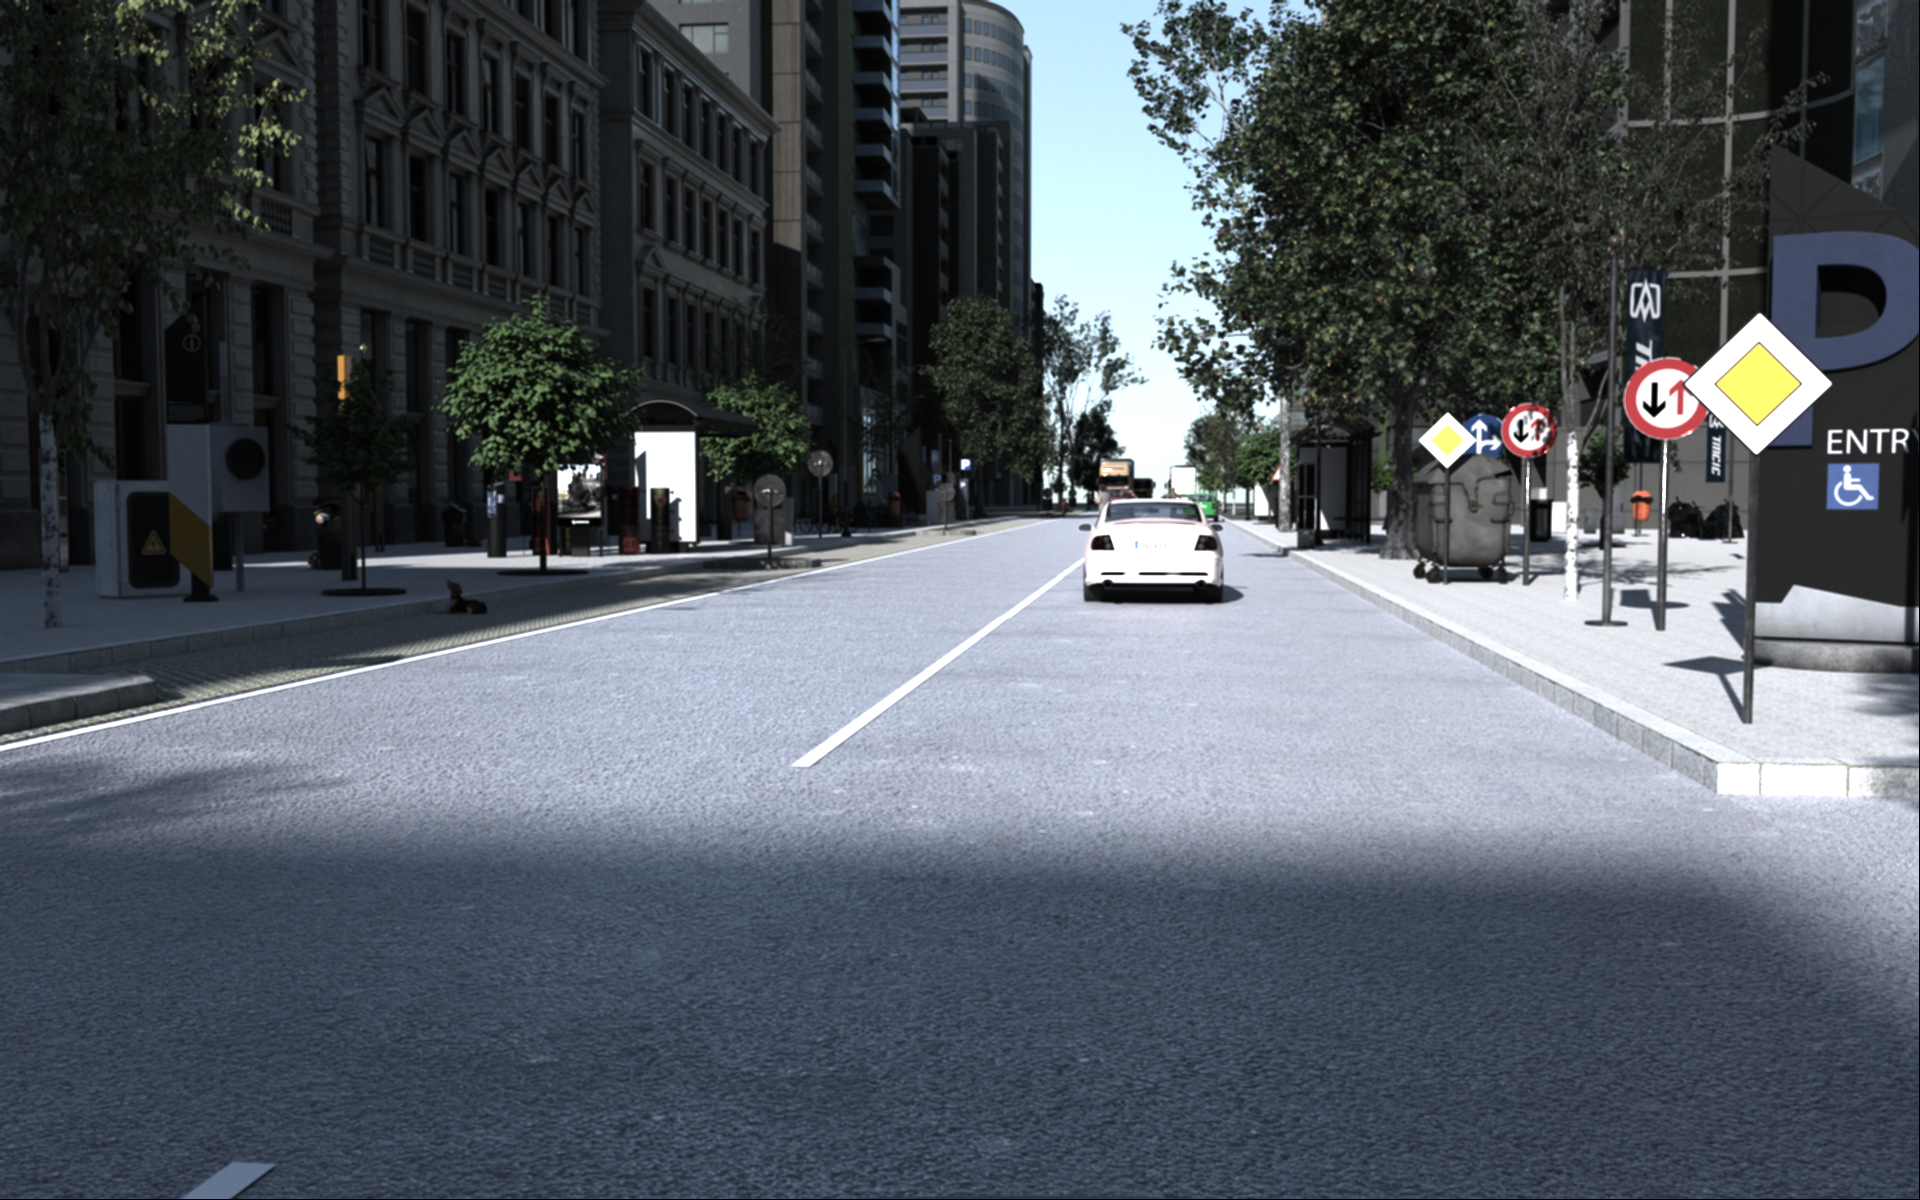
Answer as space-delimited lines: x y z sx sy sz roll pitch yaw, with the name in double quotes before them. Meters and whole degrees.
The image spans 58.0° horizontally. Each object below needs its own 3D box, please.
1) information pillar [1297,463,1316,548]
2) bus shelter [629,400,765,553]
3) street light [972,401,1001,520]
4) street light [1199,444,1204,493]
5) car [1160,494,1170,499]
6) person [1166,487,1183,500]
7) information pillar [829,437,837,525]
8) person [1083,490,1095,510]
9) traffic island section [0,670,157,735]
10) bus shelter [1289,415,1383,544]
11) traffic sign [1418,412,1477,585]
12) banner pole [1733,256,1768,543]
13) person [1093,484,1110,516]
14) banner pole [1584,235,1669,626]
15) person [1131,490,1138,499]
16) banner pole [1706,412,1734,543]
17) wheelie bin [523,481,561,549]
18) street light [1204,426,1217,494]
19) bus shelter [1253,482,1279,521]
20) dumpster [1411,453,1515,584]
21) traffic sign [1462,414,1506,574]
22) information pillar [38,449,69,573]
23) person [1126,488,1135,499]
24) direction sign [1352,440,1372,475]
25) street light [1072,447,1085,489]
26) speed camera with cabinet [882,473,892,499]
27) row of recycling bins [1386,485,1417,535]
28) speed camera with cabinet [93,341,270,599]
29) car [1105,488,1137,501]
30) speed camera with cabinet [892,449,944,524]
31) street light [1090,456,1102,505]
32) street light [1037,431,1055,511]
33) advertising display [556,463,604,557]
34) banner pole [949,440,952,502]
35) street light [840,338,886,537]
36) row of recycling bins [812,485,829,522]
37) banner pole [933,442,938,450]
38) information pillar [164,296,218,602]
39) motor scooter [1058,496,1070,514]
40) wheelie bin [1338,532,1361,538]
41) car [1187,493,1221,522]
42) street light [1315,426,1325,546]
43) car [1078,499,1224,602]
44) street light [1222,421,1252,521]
"information pillar" 8.207 -2.234 41.010 0.304 2.012 0.304 -2 4 -23
"bus shelter" -6.106 -2.814 39.938 2.014 3.302 5.546 0 4 7
"street light" 1.335 -6.999 86.972 1.470 5.913 1.316 0 4 7
"street light" 22.864 -11.468 160.043 1.470 5.913 1.316 0 4 7
"car" 25.669 -12.307 213.021 2.131 1.459 4.920 1 4 8
"person" 12.618 -5.729 102.179 1.348 1.823 0.705 -1 4 -21
"information pillar" -5.200 -4.856 70.756 0.183 3.616 0.504 -3 4 -39
"person" 11.827 -9.196 158.936 1.350 1.814 0.705 3 4 37
"traffic island section" -6.583 0.687 11.055 2.009 0.180 2.903 0 4 7
"bus shelter" 10.102 -3.246 47.003 2.014 3.302 5.546 0 4 7
"traffic sign" 6.871 -1.424 24.466 0.795 2.450 0.064 1 4 14
"banner pole" 7.697 -1.614 16.398 0.401 3.779 0.863 3 4 37
"person" 4.882 -3.052 58.760 0.716 1.782 0.532 -2 4 -35
"banner pole" 6.555 -1.648 16.956 0.863 3.779 0.401 -1 4 -20
"person" 11.112 -6.292 112.305 0.756 1.711 0.436 2 4 25
"banner pole" 19.872 -3.372 45.146 0.863 3.779 0.401 1 4 11
"wheelie bin" -9.686 -1.986 40.383 0.980 1.594 0.693 0 4 3
"street light" 17.689 -8.955 118.953 1.470 5.913 1.316 0 4 7
"bus shelter" 14.361 -5.225 79.345 2.014 3.302 5.546 0 4 7
"dumpster" 7.392 -1.206 25.482 1.264 1.857 1.865 0 4 7
"traffic sign" 8.355 -1.688 27.709 0.768 2.556 0.104 1 4 17
"information pillar" -14.754 -1.450 28.199 0.304 2.012 0.304 0 4 -1
"person" 9.498 -5.325 96.016 0.568 1.767 0.683 1 4 21
"direction sign" 16.323 -4.808 70.600 0.876 3.537 0.379 1 4 18
"street light" 11.581 -12.068 169.849 1.470 5.913 1.316 0 4 7
"speed camera with cabinet" -2.670 -5.021 76.421 0.660 3.252 2.038 2 4 29
"row of recycling bins" 14.632 -2.824 53.288 1.069 1.692 3.534 -3 5 -40
"speed camera with cabinet" -9.815 -1.685 21.892 0.660 3.252 2.038 3 4 37
"car" 9.590 -5.903 105.186 2.281 1.827 5.304 0 4 6
"speed camera with cabinet" -1.734 -4.835 73.380 2.038 3.252 0.660 -1 4 -9
"street light" 16.560 -14.564 210.656 1.470 5.913 1.316 0 4 7
"street light" 6.348 -9.515 128.112 1.470 5.913 1.316 0 4 7
"advertising display" -7.758 -1.844 35.371 0.974 1.923 0.123 0 4 5
"banner pole" -0.452 -5.488 79.738 0.401 3.779 0.863 0 4 3
"street light" -2.884 -4.849 51.827 1.470 5.913 1.316 0 4 7
"row of recycling bins" -6.453 -4.525 81.104 1.069 1.692 3.534 0 4 -5
"banner pole" -1.141 -5.710 83.382 0.401 3.779 0.863 -2 4 -26
"information pillar" -9.150 -1.788 20.582 0.504 3.616 0.183 0 4 -1
"motor scooter" 7.392 -6.725 122.733 0.815 1.314 1.986 1 4 9
"wheelie bin" 11.442 -2.620 50.749 0.693 1.594 0.980 -2 4 -26
"car" 12.450 -4.925 89.313 1.959 1.807 4.718 1 4 9
"street light" 8.342 -4.300 42.849 1.470 5.913 1.316 0 4 7
"car" 2.692 -0.735 24.384 2.083 1.381 4.827 0 4 5
"street light" 13.389 -6.795 83.646 1.470 5.913 1.316 0 4 7
